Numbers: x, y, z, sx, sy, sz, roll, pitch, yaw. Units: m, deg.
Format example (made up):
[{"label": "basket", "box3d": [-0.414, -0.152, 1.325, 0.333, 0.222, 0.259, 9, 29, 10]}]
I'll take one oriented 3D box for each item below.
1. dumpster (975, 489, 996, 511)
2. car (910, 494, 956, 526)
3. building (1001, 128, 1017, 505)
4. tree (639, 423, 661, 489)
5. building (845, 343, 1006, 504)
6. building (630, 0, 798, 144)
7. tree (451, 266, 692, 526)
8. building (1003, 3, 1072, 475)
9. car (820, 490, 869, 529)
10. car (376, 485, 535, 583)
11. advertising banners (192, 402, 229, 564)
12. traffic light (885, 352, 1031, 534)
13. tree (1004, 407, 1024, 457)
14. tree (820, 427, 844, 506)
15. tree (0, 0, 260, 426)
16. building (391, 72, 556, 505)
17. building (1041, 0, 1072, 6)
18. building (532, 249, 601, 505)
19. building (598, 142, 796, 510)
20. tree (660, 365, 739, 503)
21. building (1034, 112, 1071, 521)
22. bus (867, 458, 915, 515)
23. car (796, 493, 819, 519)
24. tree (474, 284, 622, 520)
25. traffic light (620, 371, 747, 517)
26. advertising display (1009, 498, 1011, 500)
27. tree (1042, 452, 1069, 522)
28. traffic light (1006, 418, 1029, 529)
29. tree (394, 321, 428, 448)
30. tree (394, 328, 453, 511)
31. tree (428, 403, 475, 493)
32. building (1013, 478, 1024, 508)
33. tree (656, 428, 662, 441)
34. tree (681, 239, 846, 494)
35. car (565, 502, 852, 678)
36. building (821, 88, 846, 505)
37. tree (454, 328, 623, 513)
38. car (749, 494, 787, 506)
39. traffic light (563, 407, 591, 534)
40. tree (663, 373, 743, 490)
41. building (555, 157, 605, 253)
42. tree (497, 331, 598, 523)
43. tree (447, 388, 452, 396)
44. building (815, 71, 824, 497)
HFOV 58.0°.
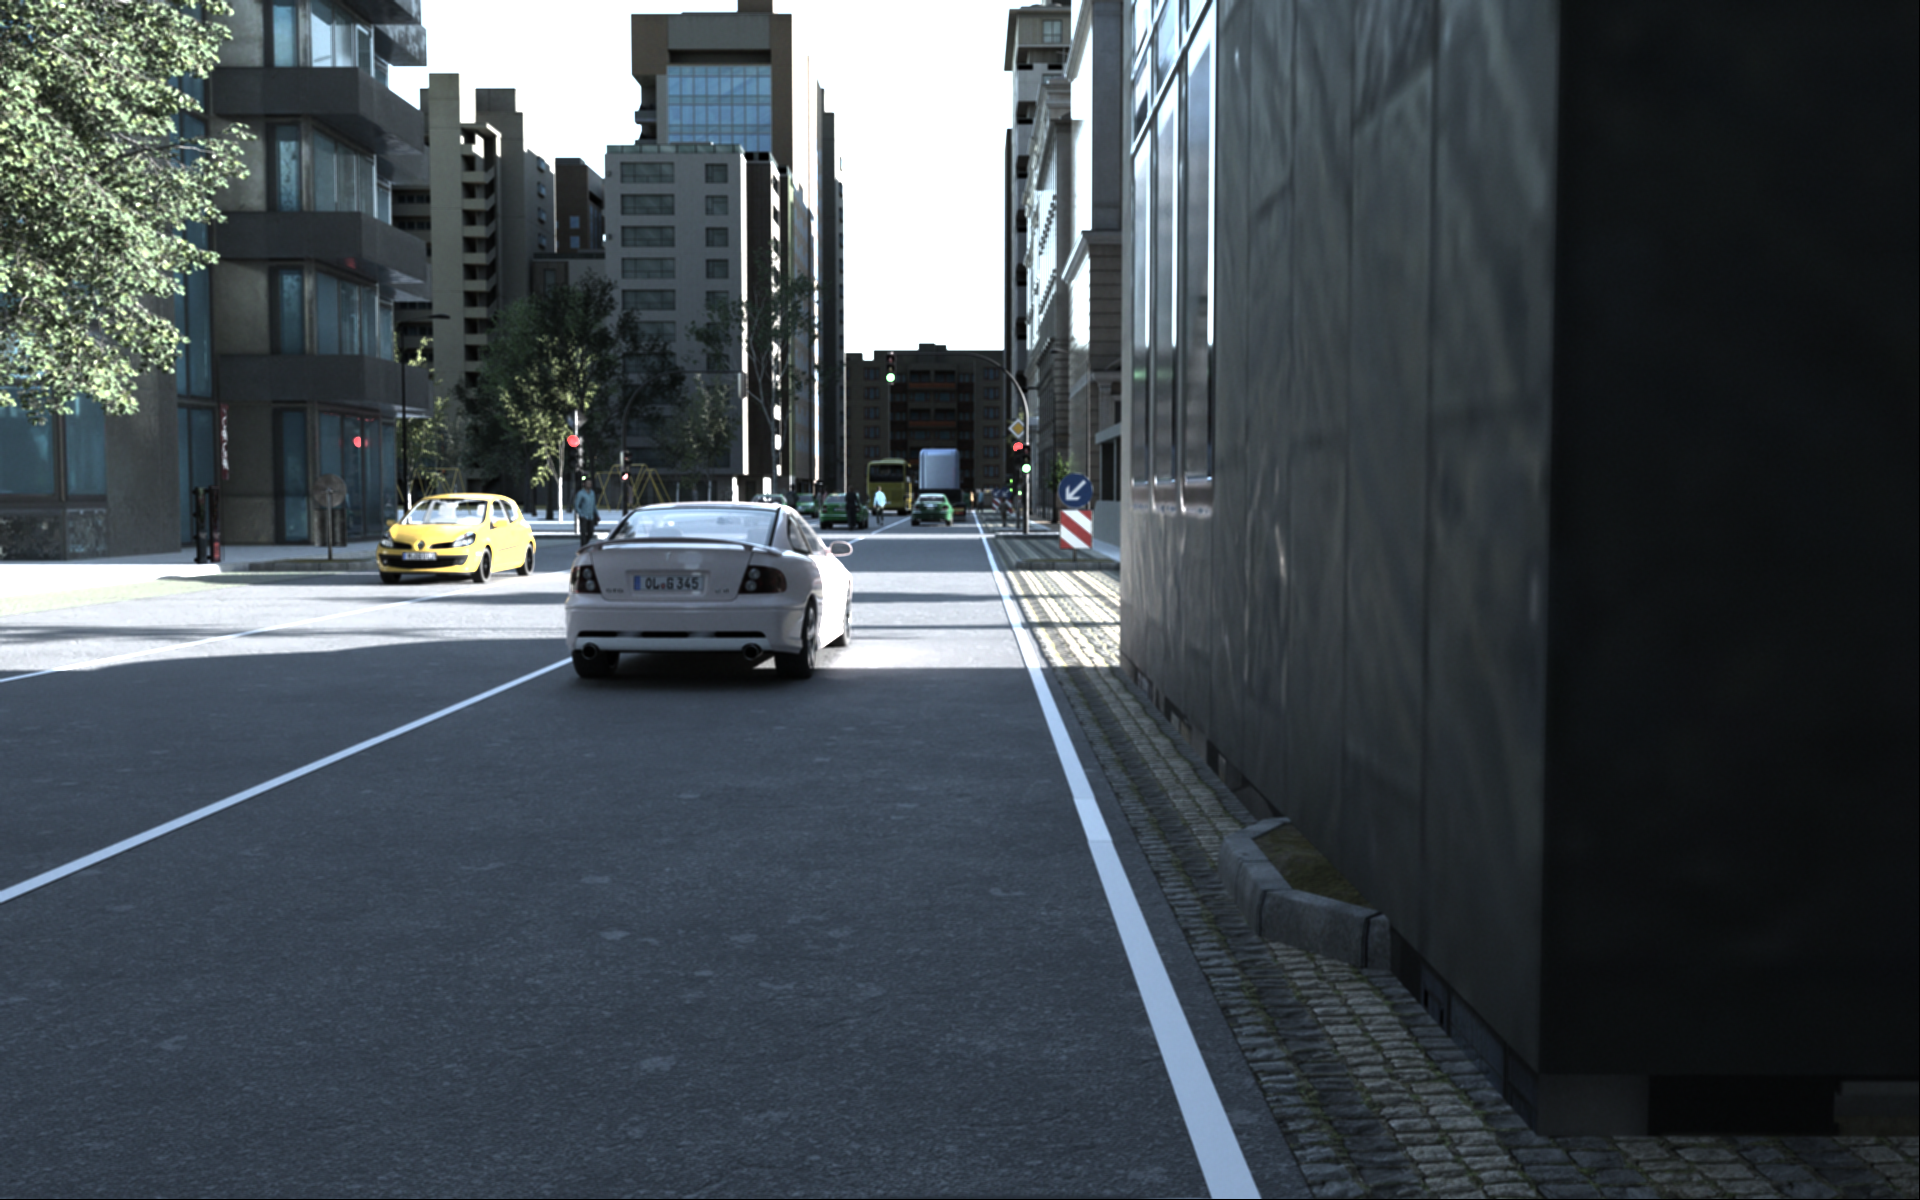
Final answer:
[{"label": "dumpster", "box3d": [2.209, -8.553, 148.053, 1.865, 1.857, 1.264, 0, 4, 0]}, {"label": "car", "box3d": [-1.255, -4.127, 79.274, 2.131, 1.459, 4.920, 0, 4, 1]}, {"label": "building", "box3d": [12.252, -34.087, 207.424, 14.600, 45.320, 14.200, 0, 4, 0]}, {"label": "tree", "box3d": [-18.678, -9.990, 113.706, 4.360, 8.622, 3.978, 0, 3, 0]}, {"label": "building", "box3d": [-3.604, -23.963, 236.840, 28.899, 21.520, 27.650, 0, 4, 0]}, {"label": "building", "box3d": [-21.540, -31.182, 159.940, 14.600, 45.320, 14.200, 0, 4, 0]}, {"label": "tree", "box3d": [-14.766, -8.311, 70.299, 8.767, 10.594, 7.601, 0, 4, 7]}, {"label": "building", "box3d": [19.262, -36.521, 186.362, 28.713, 52.752, 27.495, 0, 4, 0]}, {"label": "car", "box3d": [-4.766, -3.846, 71.677, 1.959, 1.807, 4.718, 0, 4, 1]}, {"label": "car", "box3d": [-8.431, -1.154, 29.094, 2.015, 1.641, 3.980, 0, 4, 1]}, {"label": "advertising banners", "box3d": [-14.008, -2.219, 32.476, 0.090, 3.025, 2.074, 0, 4, -6]}, {"label": "traffic light", "box3d": [0.004, -4.955, 55.685, 4.771, 5.953, 1.251, 0, 4, 0]}, {"label": "tree", "box3d": [5.883, -12.012, 146.755, 4.737, 8.622, 4.395, 0, 3, 0]}, {"label": "tree", "box3d": [-14.906, -14.506, 187.537, 4.360, 8.622, 3.978, 0, 3, 0]}, {"label": "tree", "box3d": [-14.944, -7.195, 24.287, 9.857, 13.997, 8.962, 0, 3, 0]}, {"label": "building", "box3d": [-60.517, -35.496, 204.066, 21.600, 48.544, 21.300, 0, 4, 0]}, {"label": "building", "box3d": [21.249, -48.504, 231.297, 20.611, 71.187, 20.563, 0, 4, 0]}, {"label": "building", "box3d": [-42.649, -26.696, 208.183, 14.107, 30.474, 14.160, 0, 4, 0]}, {"label": "building", "box3d": [-21.614, -22.891, 145.977, 14.160, 30.474, 14.107, 0, 4, 0]}, {"label": "tree", "box3d": [-14.440, -9.095, 99.067, 4.360, 8.622, 3.978, 0, 3, 0]}, {"label": "building", "box3d": [9.040, -14.686, 89.264, 9.793, 20.994, 18.267, 0, 4, 0]}, {"label": "bus", "box3d": [-4.675, -7.791, 118.925, 2.896, 3.916, 12.252, 0, 4, 1]}, {"label": "car", "box3d": [-9.338, -5.740, 102.637, 1.959, 1.807, 4.718, 0, 4, -2]}, {"label": "tree", "box3d": [-20.035, -9.730, 84.848, 9.928, 11.665, 9.643, 0, 3, 0]}, {"label": "traffic light", "box3d": [-10.243, -5.456, 63.870, 4.771, 5.953, 1.251, 0, 4, 0]}, {"label": "advertising display", "box3d": [3.983, -8.103, 137.697, 0.123, 1.923, 0.974, 0, 4, 6]}, {"label": "tree", "box3d": [4.414, -5.167, 79.075, 1.663, 3.219, 1.824, 0, 3, 0]}, {"label": "traffic light", "box3d": [2.127, -4.580, 63.804, 0.839, 4.253, 0.868, 0, 4, 0]}, {"label": "tree", "box3d": [-23.717, -7.223, 68.459, 4.360, 8.622, 3.978, 0, 3, 0]}, {"label": "tree", "box3d": [-24.260, -7.685, 76.014, 4.737, 8.622, 4.395, 0, 3, 0]}, {"label": "tree", "box3d": [-40.231, -11.423, 137.134, 4.360, 8.622, 3.978, 0, 3, 0]}, {"label": "building", "box3d": [21.300, -28.695, 161.041, 32.217, 40.220, 23.993, 0, 4, 0]}, {"label": "tree", "box3d": [-18.714, -10.391, 120.252, 4.737, 8.622, 4.395, 0, 3, 0]}, {"label": "tree", "box3d": [-14.951, -16.865, 131.623, 12.611, 20.169, 13.585, 0, 3, 0]}, {"label": "car", "box3d": [-2.021, -0.153, 14.872, 2.083, 1.381, 4.827, 0, 4, 2]}, {"label": "building", "box3d": [-24.809, -35.501, 204.138, 21.600, 48.544, 21.300, 0, 4, 0]}, {"label": "tree", "box3d": [-28.771, -12.135, 115.422, 9.611, 12.733, 9.660, 0, 3, 0]}, {"label": "car", "box3d": [-8.620, -4.051, 78.039, 2.131, 1.459, 4.920, 0, 4, 0]}, {"label": "traffic light", "box3d": [-12.365, -4.094, 55.858, 0.839, 4.253, 0.868, 0, 4, 0]}, {"label": "tree", "box3d": [-15.091, -9.413, 104.258, 4.737, 8.622, 4.395, 0, 3, 0]}, {"label": "building", "box3d": [-54.660, -35.420, 229.224, 14.200, 45.320, 14.600, 0, 4, 0]}, {"label": "tree", "box3d": [-18.156, -7.774, 77.469, 4.737, 8.622, 4.395, 0, 3, 0]}, {"label": "tree", "box3d": [-24.698, -10.077, 99.175, 7.601, 10.594, 8.767, 2, 4, 27]}, {"label": "building", "box3d": [-21.292, -32.049, 174.113, 14.600, 45.320, 14.200, 0, 4, 0]}]
